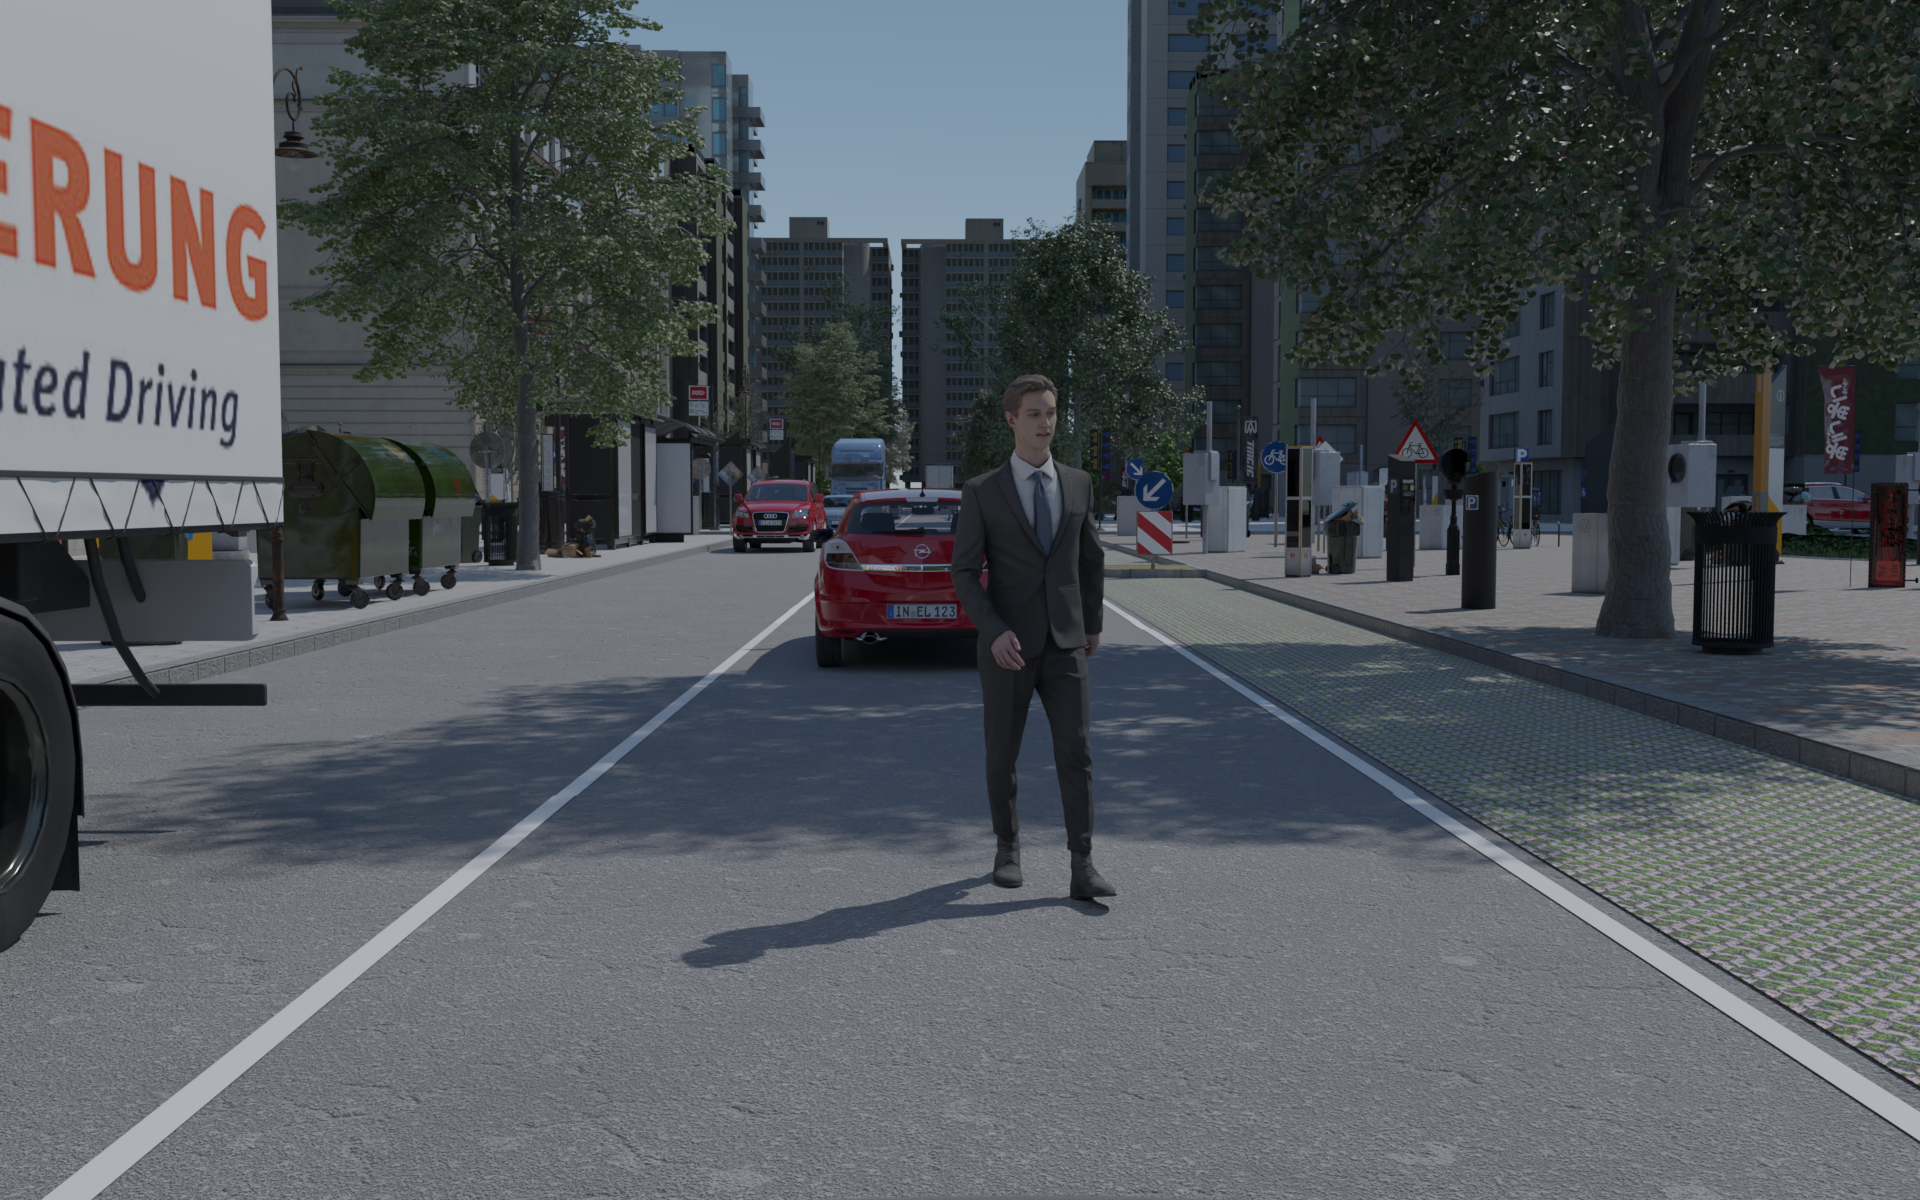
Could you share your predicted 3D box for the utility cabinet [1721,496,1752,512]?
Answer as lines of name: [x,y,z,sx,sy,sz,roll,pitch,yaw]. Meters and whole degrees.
utility cabinet: [21.638,-2.271,48.297,1.020,1.237,0.306,-2,4,-34]

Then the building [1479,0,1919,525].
building: [32.268,-18.667,76.910,14.107,30.474,14.160,0,4,-1]

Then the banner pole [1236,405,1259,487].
banner pole: [8.057,-3.602,48.906,0.863,3.779,0.401,3,4,37]

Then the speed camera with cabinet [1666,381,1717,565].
speed camera with cabinet: [12.681,-2.241,30.971,0.660,3.252,2.038,-1,4,-8]

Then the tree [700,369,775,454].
tree: [-13.058,-9.241,101.456,4.360,8.622,3.978,0,3,0]

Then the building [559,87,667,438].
building: [-26.374,-17.904,110.747,12.078,24.808,19.932,0,4,-1]

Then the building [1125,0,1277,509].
building: [25.730,-37.658,157.702,21.231,58.520,28.212,0,4,-1]

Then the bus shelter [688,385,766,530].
bus shelter: [-8.948,-5.436,66.514,2.179,5.291,8.768,0,4,-1]

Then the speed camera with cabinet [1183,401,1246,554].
speed camera with cabinet: [5.555,-2.652,37.695,0.660,3.252,2.038,2,4,34]

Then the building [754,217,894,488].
building: [-21.422,-33.867,245.610,23.993,40.220,32.217,0,4,-1]

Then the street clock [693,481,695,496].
street clock: [-14.711,-5.576,95.733,0.358,2.002,0.471,-1,4,-17]

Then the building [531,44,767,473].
building: [-36.740,-34.756,187.874,30.456,49.044,23.786,0,4,-1]

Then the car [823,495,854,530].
car: [-4.264,-3.058,61.996,2.014,1.417,4.499,0,4,-2]

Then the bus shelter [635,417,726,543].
bus shelter: [-7.879,-3.327,48.328,2.014,3.302,5.546,0,4,-1]

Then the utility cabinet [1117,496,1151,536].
utility cabinet: [5.345,-2.572,53.212,1.020,1.237,0.306,0,4,-2]

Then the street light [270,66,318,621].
street light: [-6.909,-2.728,17.397,0.468,5.910,1.993,0,4,-1]

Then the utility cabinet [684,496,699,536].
utility cabinet: [-8.607,-2.598,53.637,1.020,1.237,0.306,-2,4,-26]

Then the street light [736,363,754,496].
street light: [-7.549,-5.397,61.031,0.468,5.910,1.993,0,4,-1]

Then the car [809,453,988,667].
car: [-0.337,-0.416,15.842,2.155,1.783,4.494,0,4,-1]

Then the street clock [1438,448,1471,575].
street clock: [7.807,-1.395,27.384,0.471,2.002,0.358,0,4,3]

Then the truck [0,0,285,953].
truck: [-4.076,-0.796,1.936,2.839,4.237,11.283,0,4,-1]

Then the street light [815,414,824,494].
street light: [-8.116,-7.796,100.246,0.468,5.910,1.993,0,4,-1]

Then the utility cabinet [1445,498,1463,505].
utility cabinet: [25.270,-4.718,88.298,1.020,1.237,0.306,2,4,25]

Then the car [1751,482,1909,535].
car: [28.896,-2.993,57.611,5.304,1.827,2.281,0,4,-2]

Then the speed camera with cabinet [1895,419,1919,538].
speed camera with cabinet: [21.928,-2.696,38.413,2.038,3.252,0.660,0,4,5]

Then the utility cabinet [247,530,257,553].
utility cabinet: [-15.622,-1.605,37.400,0.306,1.237,1.020,3,5,44]

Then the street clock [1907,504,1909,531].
street clock: [33.161,-3.425,60.567,0.471,2.002,0.358,-1,4,-15]

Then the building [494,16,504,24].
building: [-73.295,-48.941,238.434,20.611,71.187,20.563,0,4,-1]

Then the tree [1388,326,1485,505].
tree: [20.369,-7.638,75.249,4.360,8.622,3.978,0,3,0]

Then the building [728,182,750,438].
building: [-26.860,-23.548,156.713,14.160,30.474,14.107,0,4,-1]

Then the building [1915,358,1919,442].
building: [60.933,-30.410,86.437,27.495,52.752,28.713,0,4,-1]

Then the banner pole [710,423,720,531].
banner pole: [-8.541,-4.322,60.685,0.401,3.779,0.863,-1,4,-23]

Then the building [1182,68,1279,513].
building: [22.500,-21.390,121.423,14.160,30.474,14.107,0,4,-1]

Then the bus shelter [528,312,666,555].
bus shelter: [-8.711,-3.870,40.914,2.179,5.291,8.768,0,4,-1]

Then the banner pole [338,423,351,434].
banner pole: [-21.628,-4.336,60.910,0.401,3.779,0.863,1,4,14]

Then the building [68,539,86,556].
building: [-26.813,-11.095,36.154,16.860,20.320,10.420,0,4,-1]

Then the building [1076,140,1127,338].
building: [26.864,-37.707,240.211,21.600,48.544,21.300,0,4,-1]

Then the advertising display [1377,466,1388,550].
advertising display: [9.951,-2.115,39.786,0.123,1.923,0.974,-2,4,-27]

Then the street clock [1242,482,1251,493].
street clock: [13.382,-4.666,80.857,0.358,2.002,0.471,-1,4,-18]

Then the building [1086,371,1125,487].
building: [28.113,-20.938,187.368,27.650,21.520,28.899,0,4,-1]

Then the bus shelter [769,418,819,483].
bus shelter: [-9.071,-7.161,94.714,2.179,5.291,8.768,0,4,-1]

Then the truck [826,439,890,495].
truck: [-4.714,-6.133,90.031,2.967,4.110,18.799,0,4,1]

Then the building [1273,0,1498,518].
building: [25.125,-25.412,99.073,14.154,41.232,14.086,0,4,-1]

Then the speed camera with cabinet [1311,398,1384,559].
speed camera with cabinet: [7.774,-2.506,35.304,0.660,3.252,2.038,-2,4,-27]

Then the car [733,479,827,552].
car: [-4.569,-2.182,44.353,2.281,1.827,5.304,0,3,0]

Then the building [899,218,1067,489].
building: [3.410,-33.943,246.846,23.993,40.220,32.217,0,4,-1]

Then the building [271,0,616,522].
building: [-27.623,-15.439,85.717,16.112,22.955,30.059,0,4,-1]

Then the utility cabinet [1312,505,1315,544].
utility cabinet: [8.818,-2.199,44.636,0.318,1.500,1.173,0,4,-6]

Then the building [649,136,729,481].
building: [-27.300,-22.686,142.624,14.160,30.474,14.107,0,4,-1]

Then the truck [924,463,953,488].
truck: [-1.991,-10.621,162.574,2.839,4.237,11.283,0,4,-1]
